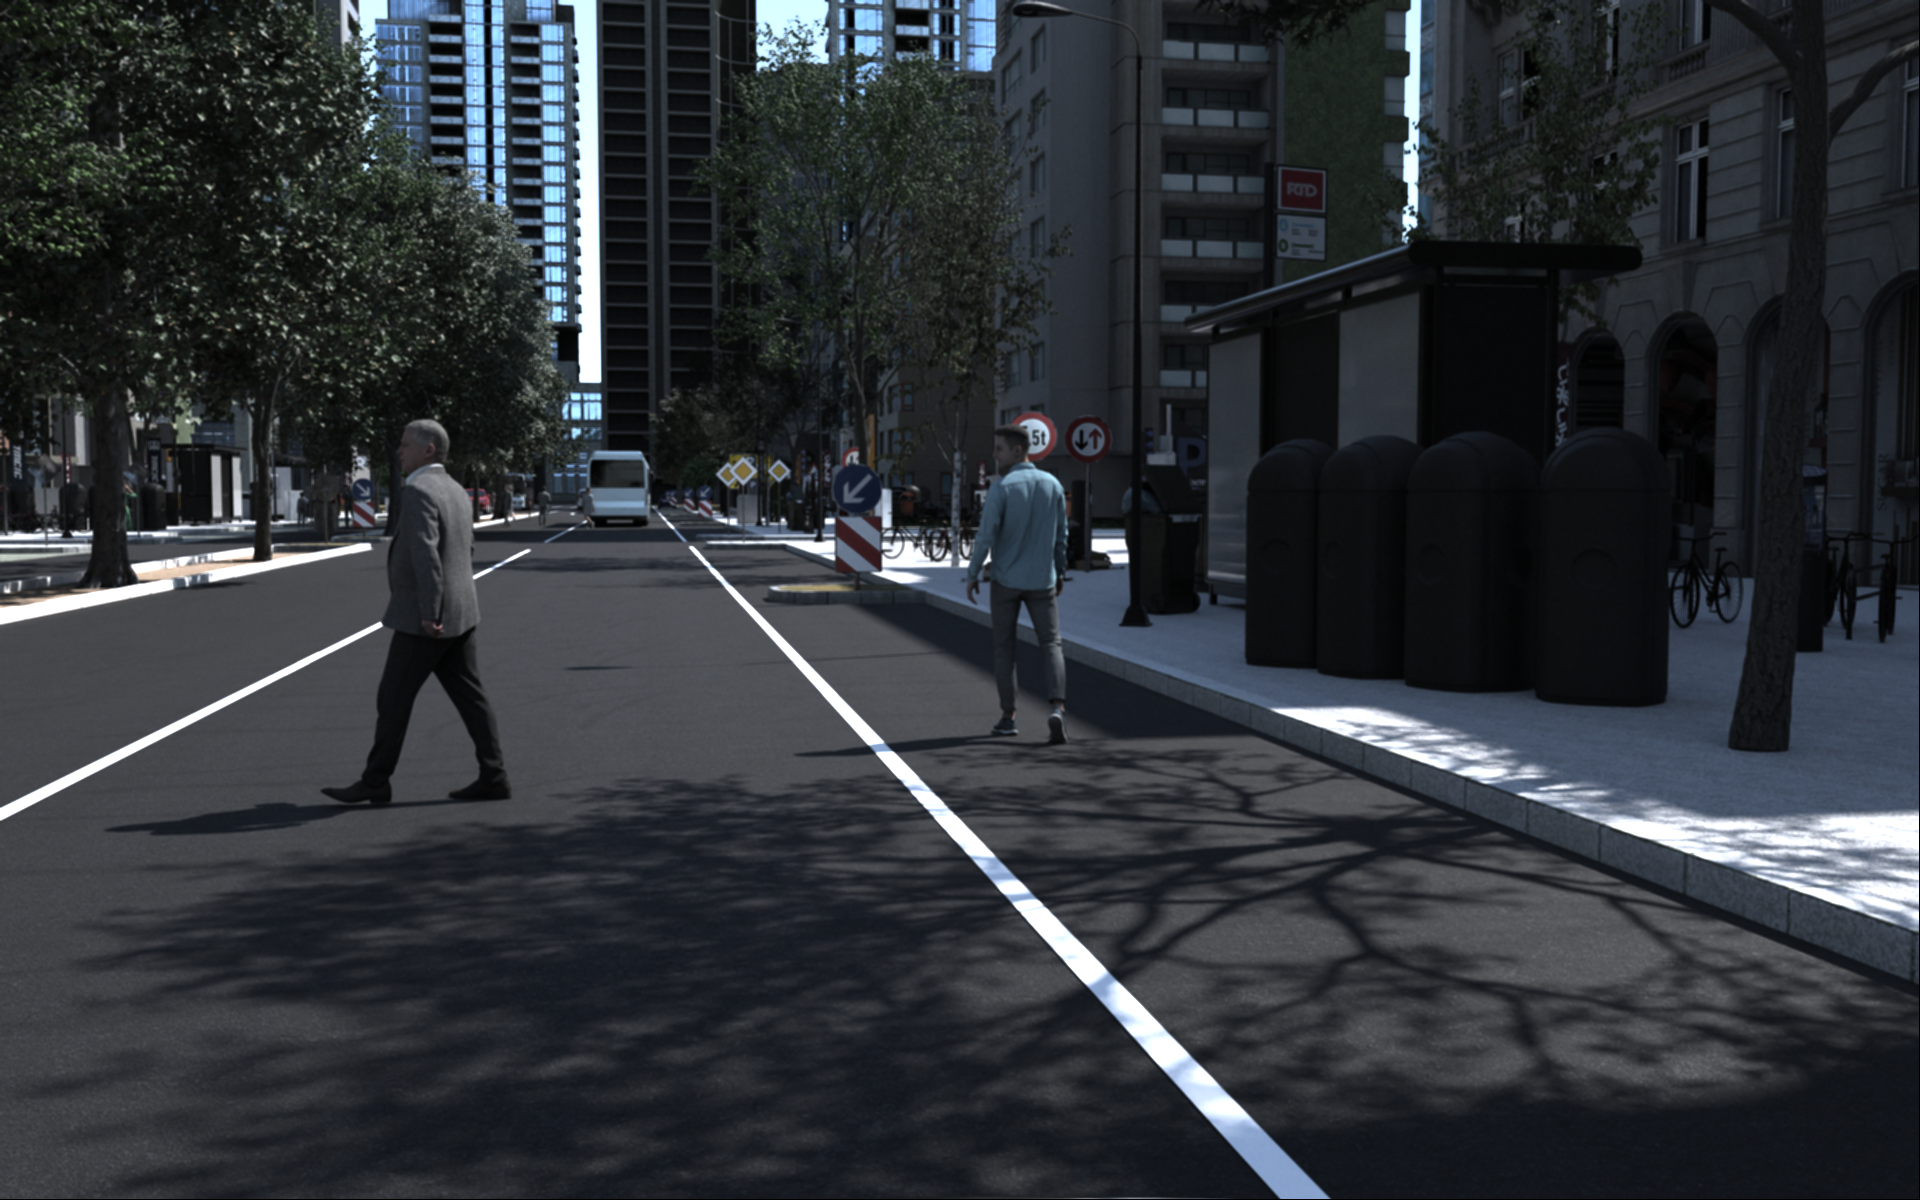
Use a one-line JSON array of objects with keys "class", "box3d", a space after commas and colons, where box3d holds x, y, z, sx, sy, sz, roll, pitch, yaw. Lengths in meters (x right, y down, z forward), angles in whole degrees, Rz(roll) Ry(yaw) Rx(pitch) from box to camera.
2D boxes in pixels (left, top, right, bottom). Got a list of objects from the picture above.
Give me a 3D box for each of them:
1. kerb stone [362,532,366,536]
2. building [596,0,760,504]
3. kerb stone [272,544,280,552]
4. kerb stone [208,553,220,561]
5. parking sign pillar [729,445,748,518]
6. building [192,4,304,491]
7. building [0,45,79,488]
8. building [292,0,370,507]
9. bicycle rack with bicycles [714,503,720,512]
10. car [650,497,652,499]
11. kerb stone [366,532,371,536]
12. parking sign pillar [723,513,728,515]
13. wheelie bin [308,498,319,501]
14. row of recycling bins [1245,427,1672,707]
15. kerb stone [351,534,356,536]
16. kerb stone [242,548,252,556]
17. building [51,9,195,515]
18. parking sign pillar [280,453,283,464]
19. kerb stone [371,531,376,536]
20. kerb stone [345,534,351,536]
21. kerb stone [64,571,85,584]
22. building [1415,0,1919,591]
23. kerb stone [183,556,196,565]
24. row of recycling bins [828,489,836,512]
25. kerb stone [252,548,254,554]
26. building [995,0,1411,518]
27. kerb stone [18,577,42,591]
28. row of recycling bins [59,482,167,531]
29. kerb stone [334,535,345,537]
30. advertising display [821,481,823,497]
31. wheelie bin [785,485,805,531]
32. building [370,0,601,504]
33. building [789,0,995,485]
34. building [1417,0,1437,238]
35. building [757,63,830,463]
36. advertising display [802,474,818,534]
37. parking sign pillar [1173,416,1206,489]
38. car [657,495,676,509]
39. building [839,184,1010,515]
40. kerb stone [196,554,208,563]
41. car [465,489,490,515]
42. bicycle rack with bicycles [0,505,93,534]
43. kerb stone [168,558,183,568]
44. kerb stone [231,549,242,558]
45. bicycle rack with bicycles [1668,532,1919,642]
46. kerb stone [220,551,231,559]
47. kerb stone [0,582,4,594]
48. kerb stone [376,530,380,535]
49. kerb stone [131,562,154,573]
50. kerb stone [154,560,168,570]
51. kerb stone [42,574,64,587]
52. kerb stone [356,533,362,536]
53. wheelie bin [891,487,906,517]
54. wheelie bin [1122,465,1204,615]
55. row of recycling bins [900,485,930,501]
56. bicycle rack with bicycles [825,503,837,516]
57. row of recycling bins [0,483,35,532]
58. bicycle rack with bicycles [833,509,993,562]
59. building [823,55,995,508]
[{"class": "kerb stone", "box3d": [-19.637, -2.105, 56.620, 0.120, 0.150, 1.000, -1, 4, -10]}, {"class": "building", "box3d": [-37.095, -48.371, 229.120, 20.611, 71.187, 20.563, -1, 4, -10]}, {"class": "kerb stone", "box3d": [-17.299, -1.332, 43.975, 0.120, 0.150, 1.000, -1, 4, -10]}, {"class": "kerb stone", "box3d": [-16.004, -0.899, 36.894, 0.120, 0.150, 1.000, -1, 4, -10]}, {"class": "parking sign pillar", "box3d": [-11.562, -6.503, 94.794, 1.447, 3.967, 1.447, 1, 4, 19]}, {"class": "building", "box3d": [-64.084, -50.201, 133.457, 22.319, 86.520, 31.000, -1, 4, -10]}, {"class": "building", "box3d": [-102.749, -31.363, 167.407, 28.867, 44.769, 22.147, -1, 4, -10]}, {"class": "building", "box3d": [-74.500, -38.539, 172.116, 28.212, 58.520, 21.231, -1, 4, -10]}, {"class": "bicycle rack with bicycles", "box3d": [-15.993, -6.628, 121.742, 2.925, 0.926, 2.852, 1, 4, 15]}, {"class": "car", "box3d": [-31.331, -9.831, 169.768, 2.155, 1.783, 4.494, -1, 4, -10]}, {"class": "kerb stone", "box3d": [-19.823, -2.164, 57.634, 0.120, 0.150, 1.000, -1, 4, -10]}, {"class": "parking sign pillar", "box3d": [-13.342, -6.976, 102.524, 1.447, 3.967, 1.447, -1, 4, -16]}, {"class": "wheelie bin", "box3d": [-35.008, -5.253, 93.789, 0.980, 1.594, 0.693, -1, 4, -21]}, {"class": "row of recycling bins", "box3d": [3.264, -0.293, 11.908, 1.069, 1.692, 3.534, -2, 4, -32]}, {"class": "kerb stone", "box3d": [-19.261, -1.974, 54.605, 0.120, 0.150, 1.000, -1, 4, -10]}, {"class": "kerb stone", "box3d": [-16.559, -1.085, 39.928, 0.120, 0.150, 1.000, -1, 4, -10]}, {"class": "building", "box3d": [-53.512, -25.428, 99.341, 14.154, 41.232, 14.086, -1, 4, -10]}, {"class": "parking sign pillar", "box3d": [-44.994, -7.657, 113.660, 1.447, 3.967, 1.447, 1, 4, 8]}, {"class": "kerb stone", "box3d": [-20.006, -2.229, 58.639, 0.120, 0.150, 1.000, -1, 4, -10]}, {"class": "kerb stone", "box3d": [-19.074, -1.921, 53.599, 0.120, 0.150, 1.000, -1, 4, -10]}, {"class": "kerb stone", "box3d": [-14.330, -0.340, 27.824, 0.120, 0.150, 1.000, -1, 4, -10]}, {"class": "building", "box3d": [17.808, -11.261, 25.918, 13.314, 21.916, 24.055, -1, 4, -10]}, {"class": "kerb stone", "box3d": [-15.629, -0.776, 34.878, 0.120, 0.150, 1.000, -1, 4, -10]}, {"class": "row of recycling bins", "box3d": [-7.944, -7.318, 126.762, 3.534, 1.692, 1.069, -2, 4, -25]}, {"class": "kerb stone", "box3d": [-16.752, -1.142, 40.940, 0.120, 0.150, 1.000, -1, 4, -10]}, {"class": "building", "box3d": [9.591, -23.827, 73.170, 14.086, 41.232, 14.154, -1, 4, -10]}, {"class": "kerb stone", "box3d": [-13.961, -0.221, 25.812, 0.120, 0.150, 1.000, -1, 4, -10]}, {"class": "row of recycling bins", "box3d": [-30.113, -3.337, 61.668, 1.069, 1.692, 3.534, 3, 5, 44]}, {"class": "kerb stone", "box3d": [-18.891, -1.859, 52.593, 0.120, 0.150, 1.000, -1, 4, -10]}, {"class": "advertising display", "box3d": [-6.801, -4.604, 80.488, 0.974, 1.923, 0.123, 2, 4, 28]}, {"class": "wheelie bin", "box3d": [-5.616, -3.199, 60.212, 0.980, 1.594, 0.693, -2, 4, -27]}, {"class": "building", "box3d": [-62.676, -55.805, 225.086, 31.000, 86.520, 22.319, -1, 4, -10]}, {"class": "building", "box3d": [-5.353, -52.973, 178.775, 22.319, 86.520, 31.000, -1, 4, -10]}, {"class": "building", "box3d": [38.436, -28.368, 83.427, 30.456, 49.044, 23.786, -1, 4, -10]}, {"class": "building", "box3d": [-13.298, -42.389, 235.062, 28.212, 58.520, 21.231, -1, 4, -10]}, {"class": "advertising display", "box3d": [-4.908, -3.115, 56.147, 0.123, 1.923, 0.974, -2, 4, -23]}, {"class": "parking sign pillar", "box3d": [8.017, -4.361, 59.775, 1.447, 3.967, 1.447, -1, 4, -11]}, {"class": "car", "box3d": [-28.117, -9.401, 166.284, 1.945, 1.354, 3.894, -1, 4, -10]}, {"class": "building", "box3d": [7.536, -16.387, 112.961, 27.650, 21.520, 28.899, -1, 4, -10]}, {"class": "kerb stone", "box3d": [-15.816, -0.837, 35.889, 0.120, 0.150, 1.000, -1, 4, -10]}, {"class": "car", "box3d": [-34.463, -6.983, 122.844, 2.281, 1.827, 5.304, -1, 4, -12]}, {"class": "bicycle rack with bicycles", "box3d": [-29.907, -2.642, 56.574, 2.925, 0.926, 2.852, -1, 4, -20]}, {"class": "kerb stone", "box3d": [-15.437, -0.714, 33.867, 0.120, 0.150, 1.000, -1, 4, -10]}, {"class": "kerb stone", "box3d": [-16.375, -1.023, 38.921, 0.120, 0.150, 1.000, -1, 4, -10]}, {"class": "bicycle rack with bicycles", "box3d": [7.859, -0.192, 16.520, 2.852, 0.926, 2.925, 3, 4, 38]}, {"class": "kerb stone", "box3d": [-16.188, -0.956, 37.903, 0.120, 0.150, 1.000, -1, 4, -10]}, {"class": "kerb stone", "box3d": [-13.775, -0.157, 24.807, 0.120, 0.150, 1.000, -1, 4, -10]}, {"class": "kerb stone", "box3d": [-20.192, -2.290, 59.645, 0.120, 0.150, 1.000, -1, 4, -10]}, {"class": "kerb stone", "box3d": [-15.073, -0.586, 31.846, 0.120, 0.150, 1.000, -1, 4, -10]}, {"class": "kerb stone", "box3d": [-15.266, -0.648, 32.859, 0.120, 0.150, 1.000, -1, 4, -10]}, {"class": "kerb stone", "box3d": [-14.146, -0.283, 26.819, 0.120, 0.150, 1.000, -1, 4, -10]}, {"class": "kerb stone", "box3d": [-19.442, -2.044, 55.616, 0.120, 0.150, 1.000, -1, 4, -10]}, {"class": "wheelie bin", "box3d": [-2.638, -4.091, 74.799, 0.980, 1.594, 0.693, 1, 4, 10]}, {"class": "wheelie bin", "box3d": [2.152, -0.658, 18.674, 0.693, 1.594, 0.980, 3, 5, 45]}, {"class": "row of recycling bins", "box3d": [-2.210, -5.263, 93.160, 1.069, 1.692, 3.534, 1, 4, 9]}, {"class": "bicycle rack with bicycles", "box3d": [-7.402, -5.418, 101.972, 2.852, 0.926, 2.925, 3, 4, 36]}, {"class": "row of recycling bins", "box3d": [-33.114, -3.165, 58.854, 1.069, 1.692, 3.534, 1, 4, 20]}, {"class": "bicycle rack with bicycles", "box3d": [-0.415, -1.276, 34.248, 2.852, 0.926, 2.925, 3, 5, 42]}, {"class": "building", "box3d": [3.995, -28.264, 153.998, 32.217, 40.220, 23.993, -1, 4, -10]}]
